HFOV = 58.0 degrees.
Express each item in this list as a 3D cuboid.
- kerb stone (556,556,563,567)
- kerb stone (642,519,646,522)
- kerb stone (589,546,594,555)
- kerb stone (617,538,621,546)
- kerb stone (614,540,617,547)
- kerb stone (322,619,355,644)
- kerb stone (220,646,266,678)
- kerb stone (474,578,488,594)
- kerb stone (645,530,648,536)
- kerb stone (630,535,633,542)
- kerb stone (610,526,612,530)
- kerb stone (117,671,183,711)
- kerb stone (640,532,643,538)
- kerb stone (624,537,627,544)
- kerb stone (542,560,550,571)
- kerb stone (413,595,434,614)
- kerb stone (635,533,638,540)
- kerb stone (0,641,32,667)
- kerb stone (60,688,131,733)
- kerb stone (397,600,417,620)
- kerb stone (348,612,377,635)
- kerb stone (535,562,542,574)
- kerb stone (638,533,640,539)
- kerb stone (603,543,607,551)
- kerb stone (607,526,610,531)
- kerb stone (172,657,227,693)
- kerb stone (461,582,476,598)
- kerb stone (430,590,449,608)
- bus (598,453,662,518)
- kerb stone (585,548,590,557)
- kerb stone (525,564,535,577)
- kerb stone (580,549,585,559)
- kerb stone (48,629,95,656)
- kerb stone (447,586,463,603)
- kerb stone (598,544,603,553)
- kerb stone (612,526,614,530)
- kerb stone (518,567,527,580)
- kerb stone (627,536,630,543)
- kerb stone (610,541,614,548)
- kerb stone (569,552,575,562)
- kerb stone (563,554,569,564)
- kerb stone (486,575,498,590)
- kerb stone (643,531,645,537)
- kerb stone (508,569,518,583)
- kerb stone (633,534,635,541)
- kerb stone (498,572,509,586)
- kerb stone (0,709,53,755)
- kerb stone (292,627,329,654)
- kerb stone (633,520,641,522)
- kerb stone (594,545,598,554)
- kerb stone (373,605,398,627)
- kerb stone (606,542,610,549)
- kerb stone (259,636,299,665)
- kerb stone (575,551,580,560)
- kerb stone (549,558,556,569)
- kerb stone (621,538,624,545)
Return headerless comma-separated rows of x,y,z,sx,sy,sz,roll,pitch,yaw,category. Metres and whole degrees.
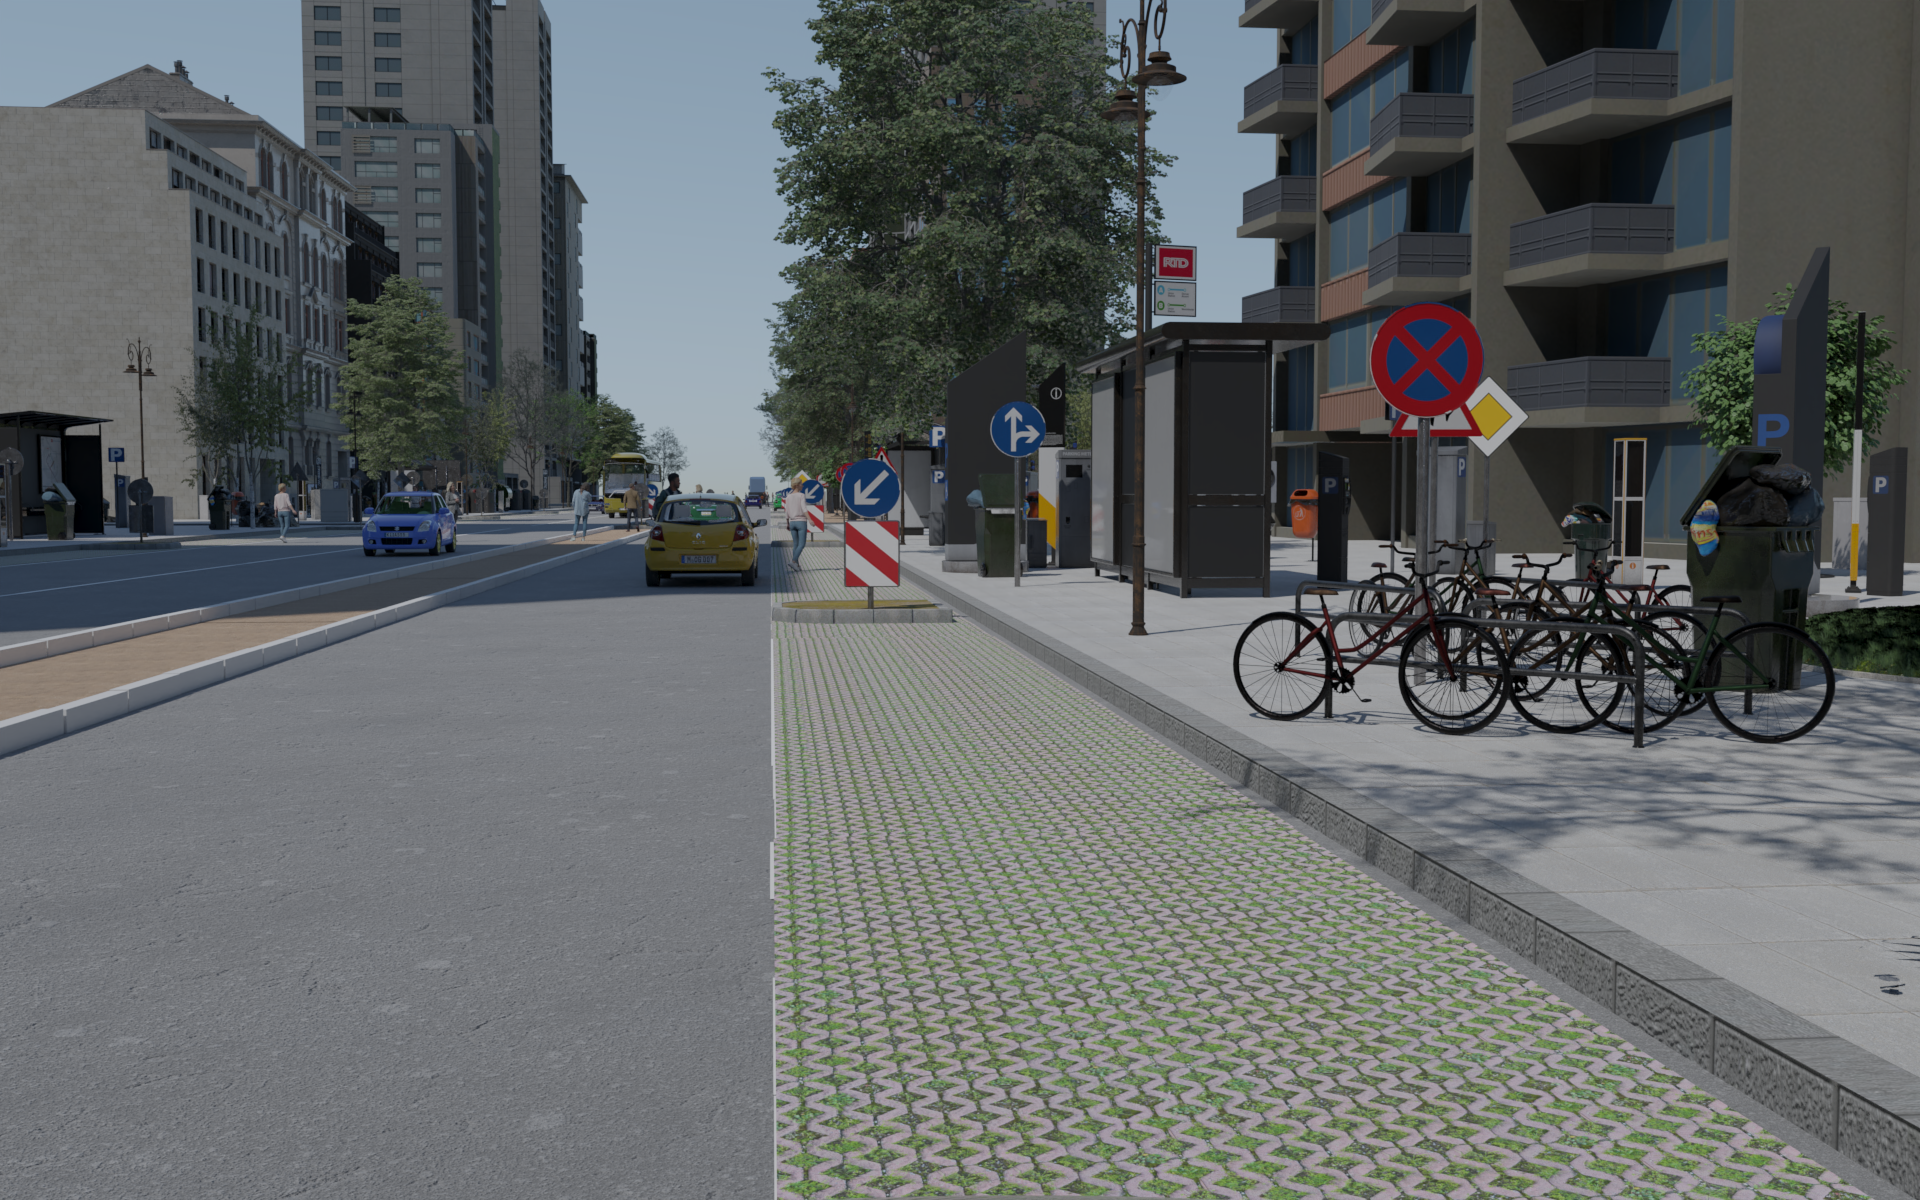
-8.040,-0.740,34.299,0.120,0.150,1.000,0,4,-6,kerb stone
-15.860,-3.936,86.551,0.120,0.150,1.000,0,4,-6,kerb stone
-8.707,-1.113,40.422,0.120,0.150,1.000,0,4,-6,kerb stone
-9.488,-1.547,47.550,0.120,0.150,1.000,0,4,-6,kerb stone
-9.380,-1.488,46.530,0.120,0.150,1.000,0,4,-6,kerb stone
-6.144,0.319,16.986,0.120,0.150,1.000,0,4,-6,kerb stone
-5.811,0.506,13.921,0.120,0.150,1.000,0,4,-6,kerb stone
-7.031,-0.179,25.121,0.120,0.150,1.000,0,4,-6,kerb stone
-10.600,-2.174,57.746,0.120,0.150,1.000,0,4,-6,kerb stone
-9.934,-1.794,51.638,0.120,0.150,1.000,0,4,-6,kerb stone
-13.808,-2.785,67.724,0.120,0.150,1.000,0,4,-6,kerb stone
-5.583,0.634,11.887,0.120,0.150,1.000,0,4,-6,kerb stone
-10.375,-2.050,55.710,0.120,0.150,1.000,0,4,-6,kerb stone
-9.709,-1.676,49.602,0.120,0.150,1.000,0,4,-6,kerb stone
-7.813,-0.614,32.267,0.120,0.150,1.000,0,4,-6,kerb stone
-6.590,0.070,21.056,0.120,0.150,1.000,0,4,-6,kerb stone
-10.153,-1.925,53.671,0.120,0.150,1.000,0,4,-6,kerb stone
-7.999,0.463,14.661,0.120,0.150,1.000,0,4,-6,kerb stone
-5.467,0.701,10.867,0.120,0.150,1.000,0,4,-6,kerb stone
-6.474,0.132,20.040,0.120,0.150,1.000,0,4,-6,kerb stone
-6.259,0.257,18.002,0.120,0.150,1.000,0,4,-6,kerb stone
-7.708,-0.554,31.250,0.120,0.150,1.000,0,4,-6,kerb stone
-10.269,-1.987,54.687,0.120,0.150,1.000,0,4,-6,kerb stone
-9.044,-1.302,43.482,0.120,0.150,1.000,0,4,-6,kerb stone
-13.699,-2.719,66.704,0.120,0.150,1.000,0,4,-6,kerb stone
-5.703,0.569,12.902,0.120,0.150,1.000,0,4,-6,kerb stone
-6.920,-0.117,24.105,0.120,0.150,1.000,0,4,-6,kerb stone
-6.704,0.008,22.072,0.120,0.150,1.000,0,4,-6,kerb stone
-20.174,-7.062,107.017,2.896,3.916,12.252,0,4,-5,bus
-8.590,-1.053,39.406,0.120,0.150,1.000,0,4,-6,kerb stone
-7.589,-0.491,30.229,0.120,0.150,1.000,0,4,-6,kerb stone
-8.486,-0.990,38.389,0.120,0.150,1.000,0,4,-6,kerb stone
-8.116,0.398,15.689,0.120,0.150,1.000,0,4,-6,kerb stone
-6.812,-0.055,23.089,0.120,0.150,1.000,0,4,-6,kerb stone
-8.921,-1.237,42.456,0.120,0.150,1.000,0,4,-6,kerb stone
-13.916,-2.845,68.747,0.120,0.150,1.000,0,4,-6,kerb stone
-7.482,-0.428,29.211,0.120,0.150,1.000,0,4,-6,kerb stone
-9.829,-1.733,50.621,0.120,0.150,1.000,0,4,-6,kerb stone
-9.262,-1.426,45.515,0.120,0.150,1.000,0,4,-6,kerb stone
-8.253,-0.863,36.339,0.120,0.150,1.000,0,4,-6,kerb stone
-8.150,-0.803,35.317,0.120,0.150,1.000,0,4,-6,kerb stone
-7.152,-0.242,26.152,0.120,0.150,1.000,0,4,-6,kerb stone
-10.492,-2.112,56.728,0.120,0.150,1.000,0,4,-6,kerb stone
-7.369,-0.367,28.191,0.120,0.150,1.000,0,4,-6,kerb stone
-10.046,-1.863,52.654,0.120,0.150,1.000,0,4,-6,kerb stone
-7.258,-0.304,27.168,0.120,0.150,1.000,0,4,-6,kerb stone
-5.363,0.755,9.849,0.120,0.150,1.000,0,4,-6,kerb stone
-6.035,0.383,15.966,0.120,0.150,1.000,0,4,-6,kerb stone
-15.531,-3.748,83.499,0.120,0.150,1.000,0,4,-6,kerb stone
-8.823,-1.177,41.438,0.120,0.150,1.000,0,4,-6,kerb stone
-6.367,0.196,19.023,0.120,0.150,1.000,0,4,-6,kerb stone
-9.153,-1.357,44.499,0.120,0.150,1.000,0,4,-6,kerb stone
-5.924,0.449,14.938,0.120,0.150,1.000,0,4,-6,kerb stone
-8.370,-0.927,37.355,0.120,0.150,1.000,0,4,-6,kerb stone
-7.928,-0.675,33.283,0.120,0.150,1.000,0,4,-6,kerb stone
-9.599,-1.612,48.580,0.120,0.150,1.000,0,4,-6,kerb stone
